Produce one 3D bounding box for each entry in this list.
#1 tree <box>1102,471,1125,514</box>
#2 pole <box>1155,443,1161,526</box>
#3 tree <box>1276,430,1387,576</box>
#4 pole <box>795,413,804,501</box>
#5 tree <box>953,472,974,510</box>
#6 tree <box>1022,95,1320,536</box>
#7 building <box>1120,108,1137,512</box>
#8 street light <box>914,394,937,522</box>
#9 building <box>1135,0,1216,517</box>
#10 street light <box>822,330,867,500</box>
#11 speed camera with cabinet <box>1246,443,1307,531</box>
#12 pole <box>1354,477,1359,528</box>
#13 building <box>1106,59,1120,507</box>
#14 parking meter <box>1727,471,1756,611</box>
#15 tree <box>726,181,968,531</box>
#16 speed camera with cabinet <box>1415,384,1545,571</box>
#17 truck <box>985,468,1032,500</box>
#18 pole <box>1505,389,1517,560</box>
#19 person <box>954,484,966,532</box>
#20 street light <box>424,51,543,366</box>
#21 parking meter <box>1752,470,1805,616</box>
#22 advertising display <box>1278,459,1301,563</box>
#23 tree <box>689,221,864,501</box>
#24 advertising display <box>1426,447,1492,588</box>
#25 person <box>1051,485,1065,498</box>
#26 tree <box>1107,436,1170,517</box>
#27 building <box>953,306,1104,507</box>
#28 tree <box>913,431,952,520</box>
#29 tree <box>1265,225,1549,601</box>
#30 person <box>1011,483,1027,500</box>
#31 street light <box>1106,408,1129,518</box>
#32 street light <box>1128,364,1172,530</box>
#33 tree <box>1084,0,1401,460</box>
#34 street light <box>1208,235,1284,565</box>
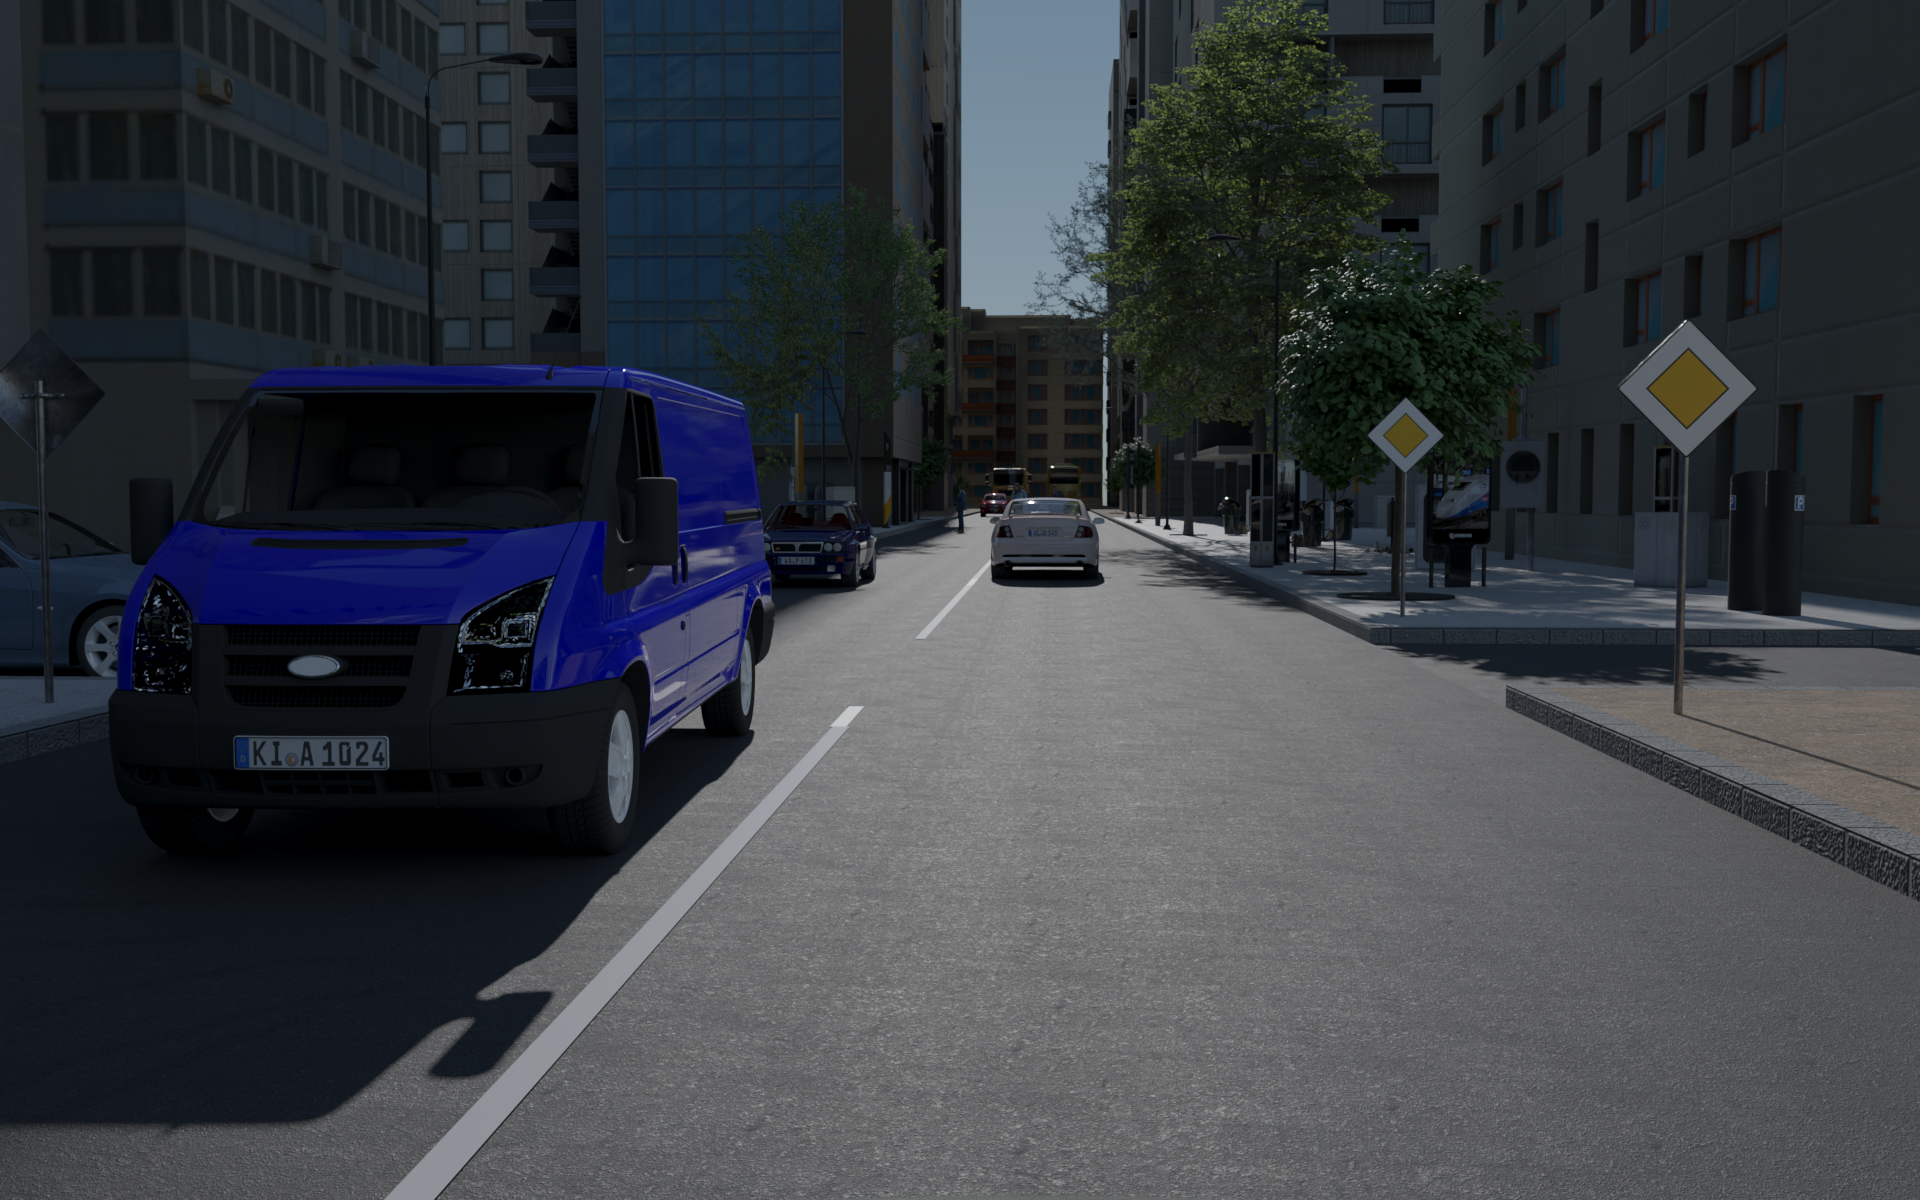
[{"bbox_3d":[10.204,-7.340,114.617,1.663,3.219,1.824,0,3,0],"label":"tree"},{"bbox_3d":[7.981,-4.645,69.793,0.158,3.312,0.155,0,3,0],"label":"pole"},{"bbox_3d":[6.092,-2.010,27.471,1.663,3.219,1.824,0,3,0],"label":"tree"},{"bbox_3d":[-4.067,-3.060,43.872,0.158,3.312,0.155,0,3,0],"label":"pole"},{"bbox_3d":[0.013,-8.796,138.408,1.663,3.219,1.824,0,3,0],"label":"tree"},{"bbox_3d":[7.009,-8.737,53.212,12.009,13.543,11.850,0,3,0],"label":"tree"},{"bbox_3d":[19.279,-22.085,132.787,14.160,30.474,14.107,0,4,3],"label":"building"},{"bbox_3d":[-1.746,-6.613,80.655,1.470,5.913,1.316,0,4,3],"label":"street light"},{"bbox_3d":[21.863,-34.779,110.642,21.231,58.520,28.212,0,4,3],"label":"building"},{"bbox_3d":[-3.344,-4.695,49.306,1.470,5.913,1.316,0,4,3],"label":"street light"},{"bbox_3d":[10.953,-4.016,59.995,2.038,3.252,0.660,3,4,37],"label":"speed camera with cabinet"},{"bbox_3d":[14.900,-4.357,65.081,0.158,3.312,0.155,0,3,0],"label":"pole"},{"bbox_3d":[26.510,-34.371,185.667,21.600,48.544,21.300,0,4,3],"label":"building"},{"bbox_3d":[8.688,-0.654,19.107,0.372,1.533,0.369,0,3,0],"label":"parking meter"},{"bbox_3d":[-3.726,-8.160,59.175,9.928,11.665,9.643,0,3,0],"label":"tree"},{"bbox_3d":[8.693,-2.119,28.974,2.038,3.252,0.660,1,4,17],"label":"speed camera with cabinet"},{"bbox_3d":[3.888,-8.380,132.937,3.469,3.379,9.791,0,4,4],"label":"truck"},{"bbox_3d":[10.714,-2.436,33.672,0.158,3.312,0.155,0,3,0],"label":"pole"},{"bbox_3d":[0.039,-3.468,65.385,0.419,1.800,0.721,-1,4,-9],"label":"person"},{"bbox_3d":[-5.074,-2.803,18.371,1.470,5.913,1.316,0,4,3],"label":"street light"},{"bbox_3d":[8.706,-0.605,18.306,0.372,1.533,0.369,0,3,0],"label":"parking meter"},{"bbox_3d":[6.077,-1.675,32.599,0.123,1.923,0.974,-1,4,-22],"label":"advertising display"},{"bbox_3d":[-4.742,-5.864,46.233,4.737,8.622,4.395,0,3,0],"label":"tree"},{"bbox_3d":[6.856,-1.137,23.802,0.974,1.923,0.123,-1,4,-19],"label":"advertising display"},{"bbox_3d":[4.407,-4.249,77.773,0.655,1.846,0.447,1,4,16],"label":"person"},{"bbox_3d":[9.785,-6.868,95.999,4.285,4.588,4.351,0,3,0],"label":"tree"},{"bbox_3d":[1.020,-21.232,192.190,28.899,21.520,27.650,0,4,3],"label":"building"},{"bbox_3d":[-2.793,-6.651,92.461,4.285,4.588,4.351,0,3,0],"label":"tree"},{"bbox_3d":[5.399,-2.296,21.261,4.285,4.588,4.351,0,3,0],"label":"tree"},{"bbox_3d":[2.056,-3.042,58.506,0.793,1.790,0.793,0,4,-5],"label":"person"},{"bbox_3d":[8.504,-7.369,93.022,1.470,5.913,1.316,0,4,3],"label":"street light"},{"bbox_3d":[6.905,-5.476,62.080,1.470,5.913,1.316,0,4,3],"label":"street light"},{"bbox_3d":[6.598,-7.449,39.914,7.486,12.596,7.792,0,3,0],"label":"tree"},{"bbox_3d":[5.135,-3.584,31.147,1.470,5.913,1.316,0,4,3],"label":"street light"}]
